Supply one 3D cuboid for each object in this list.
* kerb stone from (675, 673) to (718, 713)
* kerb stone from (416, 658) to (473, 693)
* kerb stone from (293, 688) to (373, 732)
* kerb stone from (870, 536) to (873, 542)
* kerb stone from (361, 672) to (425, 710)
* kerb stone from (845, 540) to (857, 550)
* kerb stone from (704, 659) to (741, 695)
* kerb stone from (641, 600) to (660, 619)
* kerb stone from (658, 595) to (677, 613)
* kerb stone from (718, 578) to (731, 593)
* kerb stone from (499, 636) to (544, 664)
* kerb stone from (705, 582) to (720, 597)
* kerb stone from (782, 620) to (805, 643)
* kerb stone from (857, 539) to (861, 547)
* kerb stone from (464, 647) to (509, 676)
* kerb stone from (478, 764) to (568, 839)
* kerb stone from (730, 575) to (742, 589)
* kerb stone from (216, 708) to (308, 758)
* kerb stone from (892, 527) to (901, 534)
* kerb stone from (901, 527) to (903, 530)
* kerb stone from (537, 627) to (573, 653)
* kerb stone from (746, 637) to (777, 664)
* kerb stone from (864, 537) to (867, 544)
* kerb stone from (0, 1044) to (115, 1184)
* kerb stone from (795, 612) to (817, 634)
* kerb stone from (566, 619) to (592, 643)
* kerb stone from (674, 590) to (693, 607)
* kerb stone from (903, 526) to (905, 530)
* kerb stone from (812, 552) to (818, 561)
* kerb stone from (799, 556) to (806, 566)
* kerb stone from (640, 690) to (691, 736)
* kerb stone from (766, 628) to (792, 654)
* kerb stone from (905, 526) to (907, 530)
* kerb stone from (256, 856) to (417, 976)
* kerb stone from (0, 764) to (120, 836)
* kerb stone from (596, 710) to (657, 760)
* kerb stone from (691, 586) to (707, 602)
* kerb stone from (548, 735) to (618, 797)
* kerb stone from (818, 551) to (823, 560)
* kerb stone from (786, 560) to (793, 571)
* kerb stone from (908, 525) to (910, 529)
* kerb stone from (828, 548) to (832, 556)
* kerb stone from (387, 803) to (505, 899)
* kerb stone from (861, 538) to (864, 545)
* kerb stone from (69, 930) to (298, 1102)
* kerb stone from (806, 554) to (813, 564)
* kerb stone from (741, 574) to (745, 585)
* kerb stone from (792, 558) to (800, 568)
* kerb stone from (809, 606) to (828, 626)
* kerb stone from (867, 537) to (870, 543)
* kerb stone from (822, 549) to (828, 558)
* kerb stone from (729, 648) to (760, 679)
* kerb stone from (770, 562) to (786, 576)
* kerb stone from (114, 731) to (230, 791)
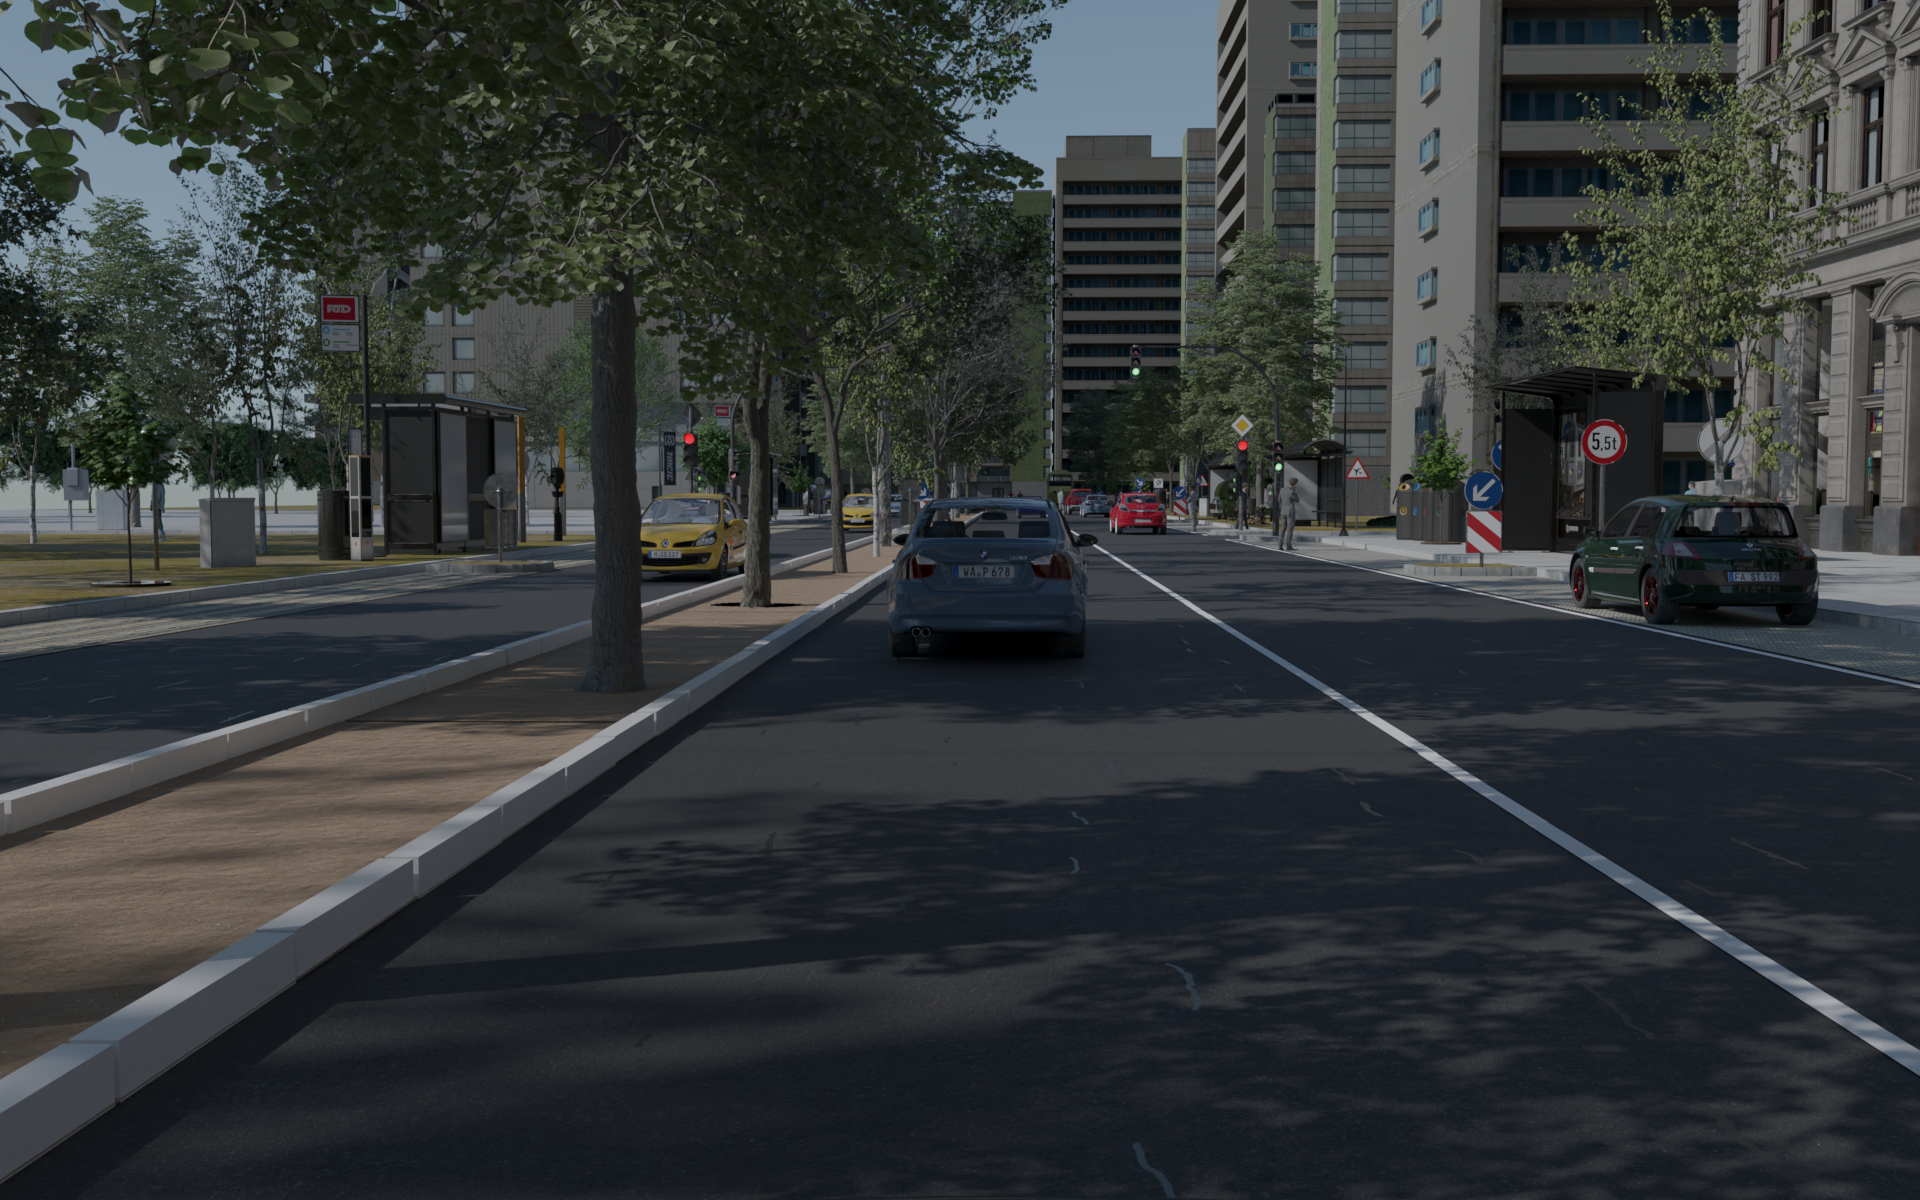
[{"bbox_3d":[-1.802,0.640,11.736,0.120,0.150,1.000,0,4,2],"label":"kerb stone"},{"bbox_3d":[-3.862,0.569,12.889,0.120,0.150,1.000,0,4,2],"label":"kerb stone"},{"bbox_3d":[-3.936,0.695,10.837,0.120,0.150,1.000,0,4,2],"label":"kerb stone"},{"bbox_3d":[-2.723,-1.748,50.780,0.120,0.150,1.000,0,4,2],"label":"kerb stone"},{"bbox_3d":[-3.909,0.636,11.859,0.120,0.150,1.000,0,4,2],"label":"kerb stone"},{"bbox_3d":[-2.882,-1.435,45.649,0.120,0.150,1.000,0,4,2],"label":"kerb stone"},{"bbox_3d":[-1.774,0.579,12.758,0.120,0.150,1.000,0,4,2],"label":"kerb stone"},{"bbox_3d":[-3.661,0.132,20.040,0.120,0.150,1.000,0,4,2],"label":"kerb stone"},{"bbox_3d":[-3.624,0.072,21.061,0.120,0.150,1.000,0,4,2],"label":"kerb stone"},{"bbox_3d":[-3.500,-0.181,25.153,0.120,0.150,1.000,0,4,2],"label":"kerb stone"},{"bbox_3d":[-3.808,0.444,14.932,0.120,0.150,1.000,0,4,2],"label":"kerb stone"},{"bbox_3d":[-3.528,-0.118,24.131,0.120,0.150,1.000,0,4,2],"label":"kerb stone"},{"bbox_3d":[-1.651,0.330,16.858,0.120,0.150,1.000,0,4,2],"label":"kerb stone"},{"bbox_3d":[-2.849,-1.496,46.684,0.120,0.150,1.000,0,4,2],"label":"kerb stone"},{"bbox_3d":[-3.850,0.514,13.912,0.120,0.150,1.000,0,4,2],"label":"kerb stone"},{"bbox_3d":[-1.931,0.890,7.647,0.120,0.150,1.000,0,4,2],"label":"kerb stone"},{"bbox_3d":[-3.476,-0.244,26.182,0.120,0.150,1.000,0,4,2],"label":"kerb stone"},{"bbox_3d":[-3.972,0.761,9.805,0.120,0.150,1.000,0,4,2],"label":"kerb stone"},{"bbox_3d":[-2.349,-2.531,63.582,0.120,0.150,1.000,0,4,2],"label":"kerb stone"},{"bbox_3d":[-2.306,-2.593,64.604,0.120,0.150,1.000,0,4,2],"label":"kerb stone"},{"bbox_3d":[-3.773,0.382,15.954,0.120,0.150,1.000,0,4,2],"label":"kerb stone"},{"bbox_3d":[-1.717,0.451,14.815,0.120,0.150,1.000,0,4,2],"label":"kerb stone"},{"bbox_3d":[-2.786,-1.623,48.730,0.120,0.150,1.000,0,4,2],"label":"kerb stone"},{"bbox_3d":[-2.054,1.143,3.554,0.120,0.150,1.000,0,4,2],"label":"kerb stone"},{"bbox_3d":[-1.621,0.264,17.879,0.120,0.150,1.000,0,4,2],"label":"kerb stone"},{"bbox_3d":[-3.753,0.319,16.975,0.120,0.150,1.000,0,4,2],"label":"kerb stone"},{"bbox_3d":[-3.595,0.007,22.083,0.120,0.150,1.000,0,4,2],"label":"kerb stone"},{"bbox_3d":[-2.270,-2.655,65.625,0.120,0.150,1.000,0,4,2],"label":"kerb stone"},{"bbox_3d":[-3.160,-0.869,36.431,0.120,0.150,1.000,0,4,2],"label":"kerb stone"},{"bbox_3d":[-3.221,-0.746,34.388,0.120,0.150,1.000,0,4,2],"label":"kerb stone"},{"bbox_3d":[-1.836,0.702,10.714,0.120,0.150,1.000,0,4,2],"label":"kerb stone"},{"bbox_3d":[-1.681,0.389,15.836,0.120,0.150,1.000,0,4,2],"label":"kerb stone"},{"bbox_3d":[-2.239,-2.718,66.647,0.120,0.150,1.000,0,4,2],"label":"kerb stone"},{"bbox_3d":[-1.998,1.015,5.597,0.120,0.150,1.000,0,4,2],"label":"kerb stone"},{"bbox_3d":[-4.022,0.883,7.762,0.120,0.150,1.000,0,4,2],"label":"kerb stone"},{"bbox_3d":[-1.875,0.768,9.690,0.120,0.150,1.000,0,4,2],"label":"kerb stone"},{"bbox_3d":[-3.555,-0.056,23.104,0.120,0.150,1.000,0,4,2],"label":"kerb stone"},{"bbox_3d":[-1.898,0.832,8.669,0.120,0.150,1.000,0,4,2],"label":"kerb stone"},{"bbox_3d":[-3.125,-0.933,37.452,0.120,0.150,1.000,0,4,2],"label":"kerb stone"},{"bbox_3d":[-3.283,-0.615,32.323,0.120,0.150,1.000,0,4,2],"label":"kerb stone"},{"bbox_3d":[-2.178,-2.843,68.700,0.120,0.150,1.000,0,4,2],"label":"kerb stone"},{"bbox_3d":[-3.068,-1.058,39.506,0.120,0.150,1.000,0,4,2],"label":"kerb stone"},{"bbox_3d":[-1.959,0.952,6.626,0.120,0.150,1.000,0,4,2],"label":"kerb stone"},{"bbox_3d":[-2.818,-1.558,47.706,0.120,0.150,1.000,0,4,2],"label":"kerb stone"},{"bbox_3d":[-2.022,1.079,4.575,0.120,0.150,1.000,0,4,2],"label":"kerb stone"},{"bbox_3d":[-3.185,-0.808,35.409,0.120,0.150,1.000,0,4,2],"label":"kerb stone"},{"bbox_3d":[-3.442,-0.305,27.203,0.120,0.150,1.000,0,4,2],"label":"kerb stone"},{"bbox_3d":[-3.244,-0.683,33.360,0.120,0.150,1.000,0,4,2],"label":"kerb stone"},{"bbox_3d":[-1.586,0.202,18.901,0.120,0.150,1.000,0,4,2],"label":"kerb stone"},{"bbox_3d":[-2.755,-1.686,49.758,0.120,0.150,1.000,0,4,2],"label":"kerb stone"},{"bbox_3d":[-3.096,-0.996,38.485,0.120,0.150,1.000,0,4,2],"label":"kerb stone"},{"bbox_3d":[-1.746,0.522,13.780,0.120,0.150,1.000,0,4,2],"label":"kerb stone"},{"bbox_3d":[-3.322,-0.556,31.301,0.120,0.150,1.000,0,4,2],"label":"kerb stone"},{"bbox_3d":[-4.000,0.821,8.784,0.120,0.150,1.000,0,4,2],"label":"kerb stone"}]
